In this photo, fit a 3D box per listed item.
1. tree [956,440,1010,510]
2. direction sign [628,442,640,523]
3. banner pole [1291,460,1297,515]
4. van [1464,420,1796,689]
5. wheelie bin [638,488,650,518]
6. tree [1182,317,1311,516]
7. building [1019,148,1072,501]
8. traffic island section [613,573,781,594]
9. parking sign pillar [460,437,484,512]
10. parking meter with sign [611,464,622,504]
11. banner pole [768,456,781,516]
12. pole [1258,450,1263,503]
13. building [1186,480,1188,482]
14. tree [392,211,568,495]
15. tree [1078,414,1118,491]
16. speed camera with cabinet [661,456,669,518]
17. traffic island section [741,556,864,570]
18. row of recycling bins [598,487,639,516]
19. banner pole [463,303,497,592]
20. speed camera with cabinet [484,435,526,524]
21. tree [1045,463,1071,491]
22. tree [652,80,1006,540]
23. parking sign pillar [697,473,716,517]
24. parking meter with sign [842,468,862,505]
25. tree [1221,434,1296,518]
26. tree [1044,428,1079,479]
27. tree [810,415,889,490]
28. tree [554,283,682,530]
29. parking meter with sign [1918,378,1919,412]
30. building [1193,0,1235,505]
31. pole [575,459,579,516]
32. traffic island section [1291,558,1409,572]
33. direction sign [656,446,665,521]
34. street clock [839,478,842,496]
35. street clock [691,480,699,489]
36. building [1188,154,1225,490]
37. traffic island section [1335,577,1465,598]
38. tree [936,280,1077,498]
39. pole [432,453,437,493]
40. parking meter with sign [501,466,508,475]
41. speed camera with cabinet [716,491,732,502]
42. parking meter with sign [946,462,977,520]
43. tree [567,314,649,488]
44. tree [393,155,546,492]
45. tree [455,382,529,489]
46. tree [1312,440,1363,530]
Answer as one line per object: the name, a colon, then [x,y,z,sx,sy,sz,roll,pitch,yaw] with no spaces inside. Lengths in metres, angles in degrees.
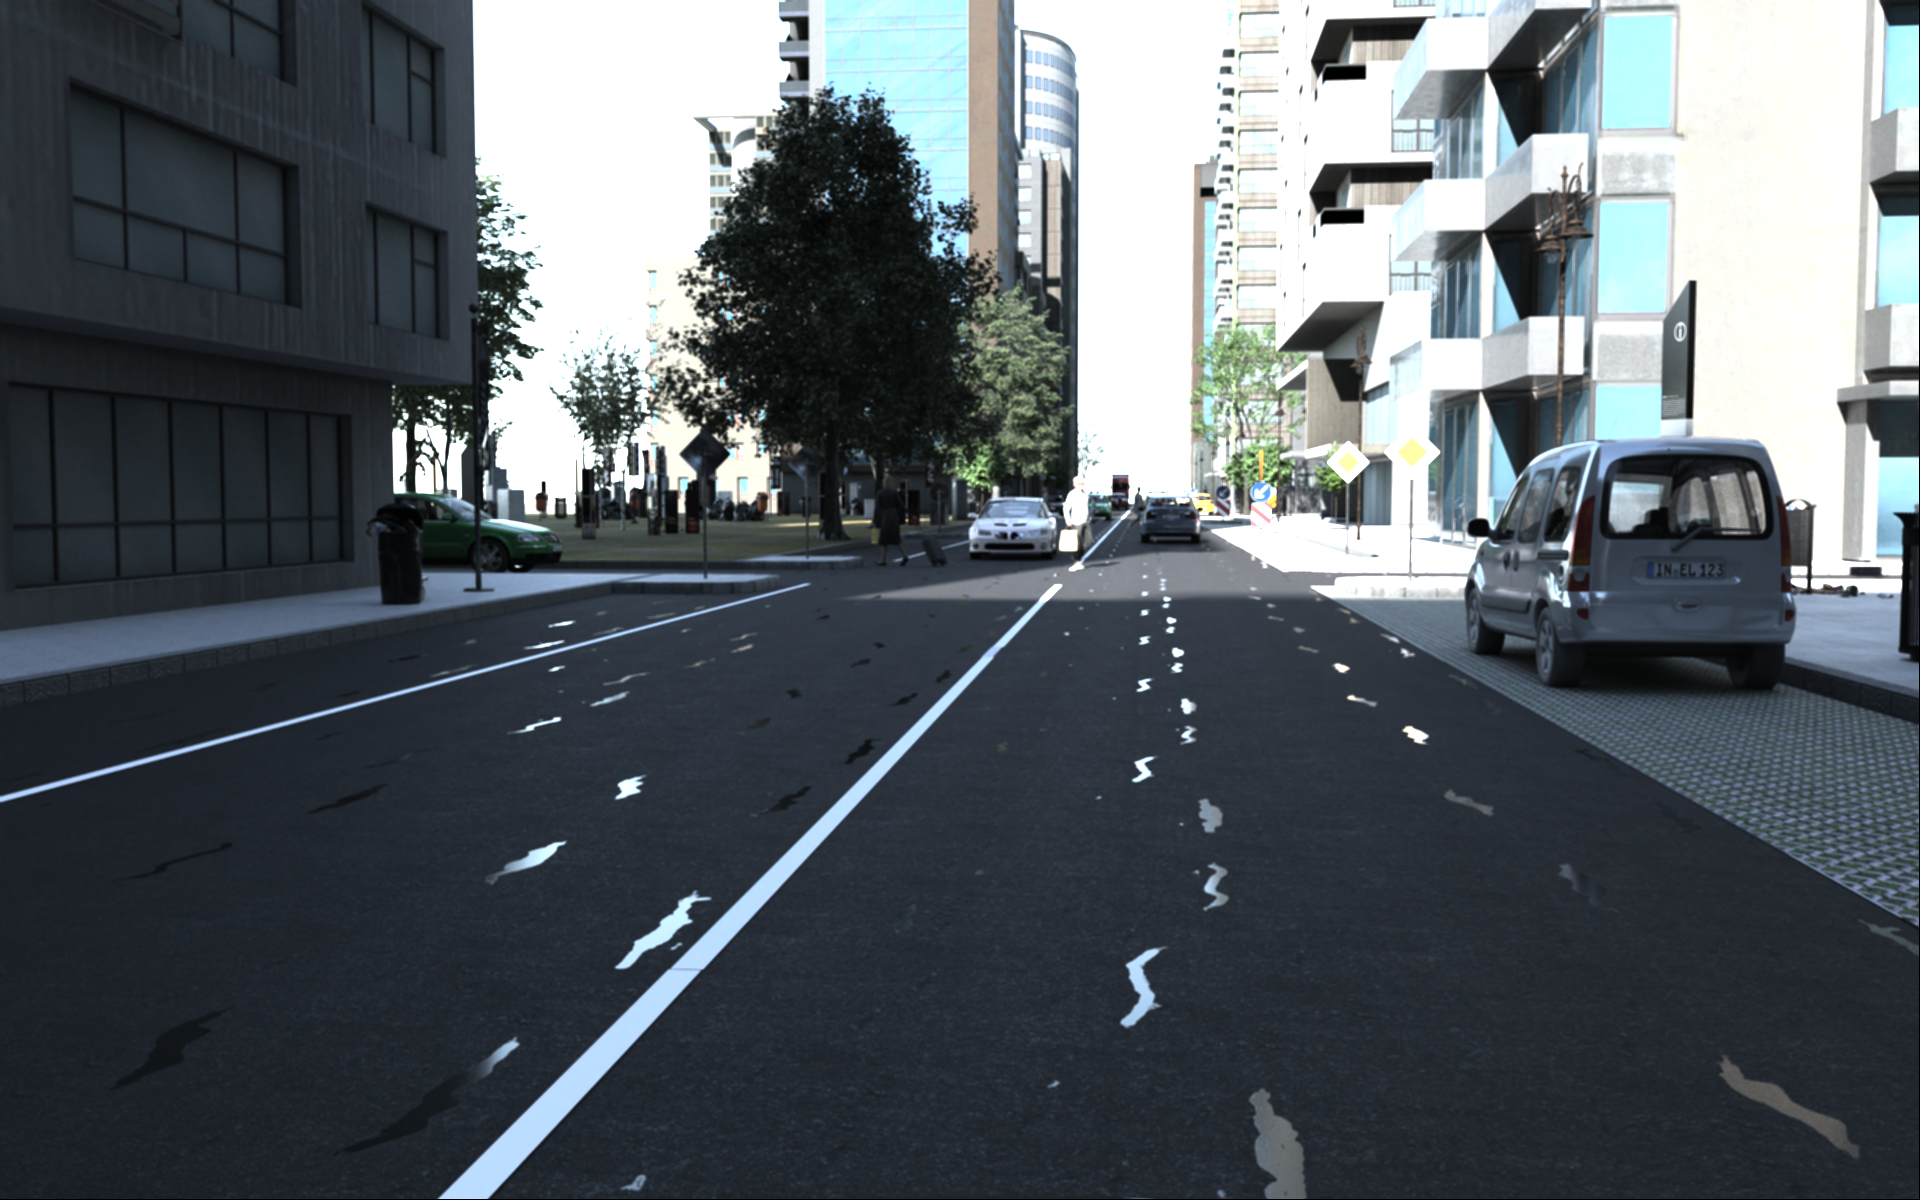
tree: [1.193,-6.821,95.234,4.285,4.588,4.351,0,3,0]
direction sign: [-14.228,-5.112,75.578,0.379,3.537,0.876,-3,5,-43]
banner pole: [20.298,-7.038,105.080,0.401,3.779,0.863,-1,4,-20]
van: [5.269,-0.432,14.082,2.013,2.044,4.112,0,4,5]
wheelie bin: [-17.042,-5.250,93.742,0.980,1.594,0.693,-1,4,-20]
tree: [16.798,-10.699,100.678,9.928,11.665,9.643,0,3,0]
building: [5.561,-31.555,199.525,14.154,41.232,14.086,0,4,6]
traffic island section: [-3.899,-0.251,26.385,2.009,0.180,2.903,0,4,6]
parking sign pillar: [-22.058,-5.494,78.307,1.447,3.967,1.447,3,5,44]
parking meter with sign: [-19.027,-6.085,95.743,0.543,3.016,1.738,-2,4,-29]
banner pole: [-10.839,-6.798,101.156,0.863,3.779,0.401,-1,4,-13]
pole: [14.061,-5.330,80.988,0.158,3.312,0.155,0,3,0]
building: [44.815,-38.515,249.324,23.786,49.044,30.456,0,4,6]
tree: [-12.090,-5.463,39.685,4.737,8.622,4.395,0,3,0]
tree: [19.041,-21.737,265.762,12.009,13.543,11.850,0,3,0]
speed camera with cabinet: [-15.302,-5.835,89.742,0.660,3.252,2.038,0,4,1]
traffic island section: [-3.046,-0.737,34.325,2.009,0.180,2.903,0,4,6]
row of recycling bins: [-19.091,-5.658,99.623,3.534,1.692,1.069,-1,4,-22]
banner pole: [-6.259,-1.995,22.634,0.401,3.779,0.863,-2,4,-31]
speed camera with cabinet: [-15.053,-3.848,57.256,0.660,3.252,2.038,-3,4,-38]
tree: [9.872,-12.006,180.007,4.285,4.588,4.351,0,3,0]
tree: [-3.566,-8.026,48.230,9.611,12.733,9.660,0,3,0]
parking sign pillar: [-14.044,-6.568,95.852,1.447,3.967,1.447,-3,5,-42]
parking meter with sign: [-6.659,-6.972,110.249,1.738,3.016,0.543,2,4,33]
tree: [16.743,-6.750,94.073,4.285,4.588,4.351,0,3,0]
tree: [10.381,-14.386,185.569,4.737,8.622,4.395,0,3,0]
tree: [-4.122,-8.097,82.745,4.360,8.622,3.978,0,3,0]
tree: [-11.877,-6.777,61.162,4.360,8.622,3.978,0,3,0]
parking meter with sign: [14.244,-1.725,24.462,0.543,3.016,1.738,0,4,1]
building: [39.382,-54.495,203.661,22.319,86.520,31.000,0,4,6]
pole: [-22.253,-6.527,100.552,0.158,3.312,0.155,0,3,0]
traffic island section: [7.435,-0.668,33.199,2.009,0.180,2.903,0,4,6]
direction sign: [-14.194,-5.509,82.070,0.379,3.537,0.876,-3,4,-37]
street clock: [-5.426,-4.427,76.950,0.358,2.002,0.471,-1,4,-18]
street clock: [-13.620,-5.168,89.073,0.358,2.002,0.471,1,4,18]
building: [37.329,-35.334,227.825,14.600,45.320,14.200,0,4,6]
traffic island section: [6.582,-0.182,25.259,2.009,0.180,2.903,0,4,6]
tree: [2.007,-11.986,102.634,9.857,13.997,8.962,0,3,0]
pole: [-26.147,-5.650,86.219,0.158,3.312,0.155,0,3,0]
parking meter with sign: [-28.331,-6.782,107.146,0.543,3.016,1.738,-1,4,-9]
speed camera with cabinet: [-14.167,-6.483,100.336,2.038,3.252,0.660,-3,5,-44]
parking meter with sign: [0.012,-5.451,85.385,1.738,3.016,0.543,-3,4,-37]
tree: [-15.271,-7.423,71.724,4.737,8.622,4.395,0,3,0]
tree: [-15.499,-8.066,50.005,7.486,12.596,7.792,0,3,0]
tree: [-24.829,-8.561,90.334,4.360,8.622,3.978,0,3,0]
tree: [13.433,-4.148,62.417,1.663,3.219,1.824,0,3,0]
